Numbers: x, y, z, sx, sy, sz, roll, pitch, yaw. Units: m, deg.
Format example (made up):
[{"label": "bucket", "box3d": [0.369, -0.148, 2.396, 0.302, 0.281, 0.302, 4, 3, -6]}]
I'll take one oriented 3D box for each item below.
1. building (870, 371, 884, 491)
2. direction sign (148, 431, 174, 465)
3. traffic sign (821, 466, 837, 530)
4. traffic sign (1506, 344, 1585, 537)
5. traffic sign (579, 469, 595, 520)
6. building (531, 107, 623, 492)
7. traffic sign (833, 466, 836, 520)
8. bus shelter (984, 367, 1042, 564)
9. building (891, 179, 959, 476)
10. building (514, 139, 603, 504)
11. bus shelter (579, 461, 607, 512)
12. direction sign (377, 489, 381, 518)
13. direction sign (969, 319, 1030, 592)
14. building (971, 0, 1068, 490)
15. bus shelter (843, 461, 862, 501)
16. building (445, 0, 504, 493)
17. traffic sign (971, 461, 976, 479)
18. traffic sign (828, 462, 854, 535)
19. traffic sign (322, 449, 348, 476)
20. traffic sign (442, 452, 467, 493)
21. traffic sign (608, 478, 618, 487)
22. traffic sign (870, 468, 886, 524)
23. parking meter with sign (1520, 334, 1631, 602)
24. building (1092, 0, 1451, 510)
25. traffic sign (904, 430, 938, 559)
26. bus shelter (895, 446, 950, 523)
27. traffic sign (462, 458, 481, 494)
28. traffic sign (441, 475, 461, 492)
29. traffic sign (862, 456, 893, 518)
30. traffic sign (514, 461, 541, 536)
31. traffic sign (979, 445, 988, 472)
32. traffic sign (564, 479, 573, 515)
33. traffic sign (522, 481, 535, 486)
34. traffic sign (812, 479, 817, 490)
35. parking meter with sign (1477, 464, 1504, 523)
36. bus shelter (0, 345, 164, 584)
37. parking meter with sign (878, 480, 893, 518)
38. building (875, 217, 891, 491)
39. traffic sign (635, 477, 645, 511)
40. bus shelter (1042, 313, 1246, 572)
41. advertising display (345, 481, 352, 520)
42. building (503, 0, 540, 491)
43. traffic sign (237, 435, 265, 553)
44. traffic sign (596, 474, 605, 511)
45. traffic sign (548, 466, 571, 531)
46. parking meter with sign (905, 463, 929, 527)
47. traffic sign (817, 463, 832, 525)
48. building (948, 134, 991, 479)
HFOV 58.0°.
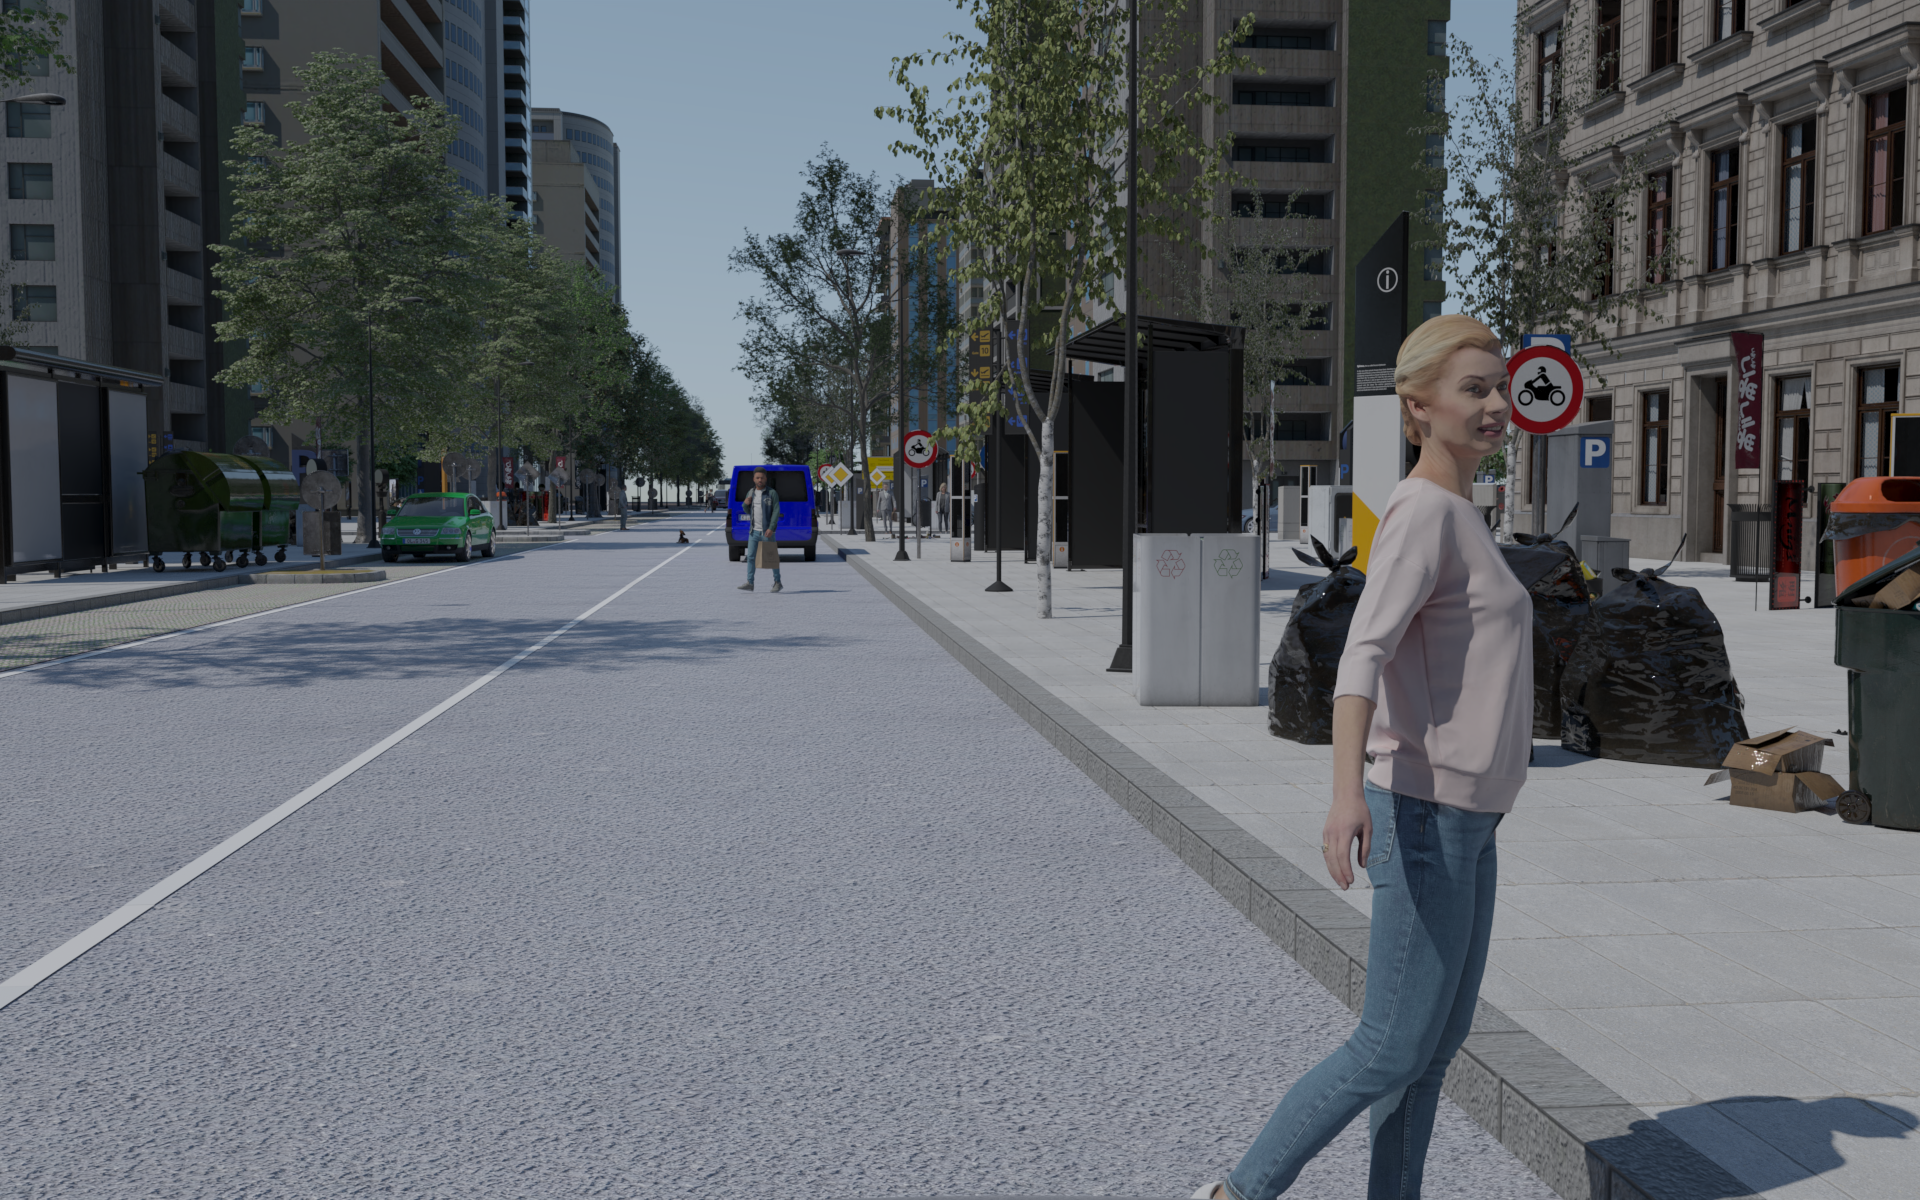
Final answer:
[{"label": "building", "box3d": [-8.237, -31.729, 290.471, 14.160, 30.474, 14.107, 0, 4, -6]}, {"label": "direction sign", "box3d": [-28.714, -4.297, 62.254, 0.876, 3.537, 0.379, -1, 4, -17]}, {"label": "traffic sign", "box3d": [-4.578, -3.560, 61.840, 0.795, 2.450, 0.064, 0, 4, -6]}, {"label": "traffic sign", "box3d": [4.941, -0.900, 14.827, 0.768, 2.556, 0.104, 0, 4, -6]}, {"label": "traffic sign", "box3d": [-18.629, -5.287, 86.542, 0.768, 2.556, 0.104, 0, 4, -5]}, {"label": "building", "box3d": [-63.378, -44.157, 263.969, 21.231, 58.520, 28.212, 0, 4, -6]}, {"label": "traffic sign", "box3d": [-5.684, -4.732, 77.476, 0.768, 2.556, 0.104, 0, 4, 1]}, {"label": "bus shelter", "box3d": [1.361, -2.666, 34.872, 1.731, 3.624, 6.357, 0, 4, -6]}, {"label": "building", "box3d": [-2.440, -36.460, 246.233, 14.600, 45.320, 14.200, 0, 4, -6]}, {"label": "building", "box3d": [-61.461, -37.662, 239.475, 21.300, 48.544, 21.600, 0, 4, -6]}, {"label": "bus shelter", "box3d": [-26.467, -8.230, 125.839, 1.731, 3.624, 6.357, 0, 4, -6]}, {"label": "direction sign", "box3d": [-31.087, -6.165, 92.789, 0.379, 3.537, 0.876, -2, 4, -30]}, {"label": "direction sign", "box3d": [0.513, -1.880, 22.740, 0.876, 3.537, 0.379, 2, 4, 27]}, {"label": "building", "box3d": [11.516, -42.154, 127.466, 20.563, 71.187, 20.611, 0, 4, -6]}, {"label": "bus shelter", "box3d": [-6.513, -7.081, 109.697, 2.014, 3.302, 5.546, 0, 4, -6]}, {"label": "building", "box3d": [-51.027, -36.913, 145.530, 21.231, 58.520, 28.212, 0, 4, -6]}, {"label": "traffic sign", "box3d": [0.223, -3.850, 63.046, 0.768, 2.556, 0.104, 0, 4, 2]}, {"label": "traffic sign", "box3d": [-3.708, -3.074, 53.903, 0.795, 2.450, 0.064, 0, 4, -6]}, {"label": "traffic sign", "box3d": [-14.308, -2.296, 39.670, 0.606, 2.300, 0.079, 0, 4, 2]}, {"label": "traffic sign", "box3d": [-15.324, -3.206, 52.530, 0.768, 2.556, 0.104, 0, 4, 1]}, {"label": "traffic sign", "box3d": [-27.064, -8.257, 135.104, 0.768, 2.556, 0.104, 0, 4, 1]}, {"label": "traffic sign", "box3d": [-3.615, -4.539, 75.404, 0.795, 2.450, 0.064, 0, 4, -3]}, {"label": "parking meter with sign", "box3d": [6.476, -1.339, 18.156, 0.543, 3.016, 1.738, 0, 4, -6]}, {"label": "building", "box3d": [14.582, -19.157, 84.922, 14.107, 30.474, 14.160, 0, 4, -6]}, {"label": "traffic sign", "box3d": [-0.816, -2.094, 34.336, 0.768, 2.556, 0.104, 0, 4, -5]}, {"label": "bus shelter", "box3d": [-1.541, -4.871, 73.569, 2.014, 3.302, 5.546, 0, 4, -6]}, {"label": "traffic sign", "box3d": [-17.313, -3.738, 61.215, 0.768, 2.556, 0.104, 0, 4, 0]}, {"label": "traffic sign", "box3d": [-22.551, -4.693, 76.727, 0.884, 2.594, 0.081, 0, 4, 1]}, {"label": "traffic sign", "box3d": [-4.178, -6.091, 93.454, 2.265, 3.308, 0.079, 0, 4, 2]}, {"label": "traffic sign", "box3d": [-13.197, -3.012, 52.886, 0.795, 2.450, 0.064, 0, 4, -6]}, {"label": "traffic sign", "box3d": [0.838, -2.571, 42.141, 0.768, 2.556, 0.104, 0, 3, 0]}, {"label": "traffic sign", "box3d": [-24.515, -6.587, 107.697, 0.884, 2.594, 0.081, 0, 4, -2]}, {"label": "traffic sign", "box3d": [-21.604, -5.176, 86.762, 0.606, 2.300, 0.079, 0, 4, -4]}, {"label": "traffic sign", "box3d": [-9.649, -6.908, 114.129, 0.795, 2.450, 0.064, 0, 4, 3]}, {"label": "parking meter with sign", "box3d": [16.306, -3.517, 53.767, 0.543, 3.016, 1.738, 0, 4, 3]}, {"label": "bus shelter", "box3d": [-14.509, -2.946, 25.796, 2.179, 5.291, 8.768, 0, 4, -6]}, {"label": "parking meter with sign", "box3d": [-3.746, -5.836, 91.674, 0.543, 3.016, 1.738, -3, 4, -38]}, {"label": "building", "box3d": [-1.767, -37.515, 267.994, 22.147, 44.769, 28.867, 0, 4, -6]}, {"label": "traffic sign", "box3d": [-23.872, -7.903, 129.314, 0.768, 2.556, 0.104, 0, 4, -3]}, {"label": "bus shelter", "box3d": [2.614, -2.103, 25.662, 1.731, 3.624, 6.357, 0, 4, -6]}, {"label": "advertising display", "box3d": [-30.646, -4.991, 86.815, 0.123, 1.923, 0.974, -2, 4, -30]}, {"label": "building", "box3d": [-54.353, -52.731, 174.826, 22.319, 86.520, 31.000, 0, 4, -6]}, {"label": "traffic sign", "box3d": [-15.366, -2.292, 37.576, 0.768, 2.556, 0.104, 0, 4, -4]}, {"label": "traffic sign", "box3d": [-22.793, -6.683, 109.372, 0.768, 2.556, 0.104, 0, 4, -4]}, {"label": "traffic sign", "box3d": [-14.068, -3.497, 60.824, 0.795, 2.450, 0.064, 0, 4, -6]}, {"label": "parking meter with sign", "box3d": [-1.582, -4.437, 68.812, 0.543, 3.016, 1.738, -2, 4, -25]}, {"label": "traffic sign", "box3d": [-5.552, -4.411, 72.220, 0.768, 2.556, 0.104, 0, 4, 3]}, {"label": "building", "box3d": [12.772, -30.404, 188.990, 32.217, 40.220, 23.993, 0, 4, -6]}]
